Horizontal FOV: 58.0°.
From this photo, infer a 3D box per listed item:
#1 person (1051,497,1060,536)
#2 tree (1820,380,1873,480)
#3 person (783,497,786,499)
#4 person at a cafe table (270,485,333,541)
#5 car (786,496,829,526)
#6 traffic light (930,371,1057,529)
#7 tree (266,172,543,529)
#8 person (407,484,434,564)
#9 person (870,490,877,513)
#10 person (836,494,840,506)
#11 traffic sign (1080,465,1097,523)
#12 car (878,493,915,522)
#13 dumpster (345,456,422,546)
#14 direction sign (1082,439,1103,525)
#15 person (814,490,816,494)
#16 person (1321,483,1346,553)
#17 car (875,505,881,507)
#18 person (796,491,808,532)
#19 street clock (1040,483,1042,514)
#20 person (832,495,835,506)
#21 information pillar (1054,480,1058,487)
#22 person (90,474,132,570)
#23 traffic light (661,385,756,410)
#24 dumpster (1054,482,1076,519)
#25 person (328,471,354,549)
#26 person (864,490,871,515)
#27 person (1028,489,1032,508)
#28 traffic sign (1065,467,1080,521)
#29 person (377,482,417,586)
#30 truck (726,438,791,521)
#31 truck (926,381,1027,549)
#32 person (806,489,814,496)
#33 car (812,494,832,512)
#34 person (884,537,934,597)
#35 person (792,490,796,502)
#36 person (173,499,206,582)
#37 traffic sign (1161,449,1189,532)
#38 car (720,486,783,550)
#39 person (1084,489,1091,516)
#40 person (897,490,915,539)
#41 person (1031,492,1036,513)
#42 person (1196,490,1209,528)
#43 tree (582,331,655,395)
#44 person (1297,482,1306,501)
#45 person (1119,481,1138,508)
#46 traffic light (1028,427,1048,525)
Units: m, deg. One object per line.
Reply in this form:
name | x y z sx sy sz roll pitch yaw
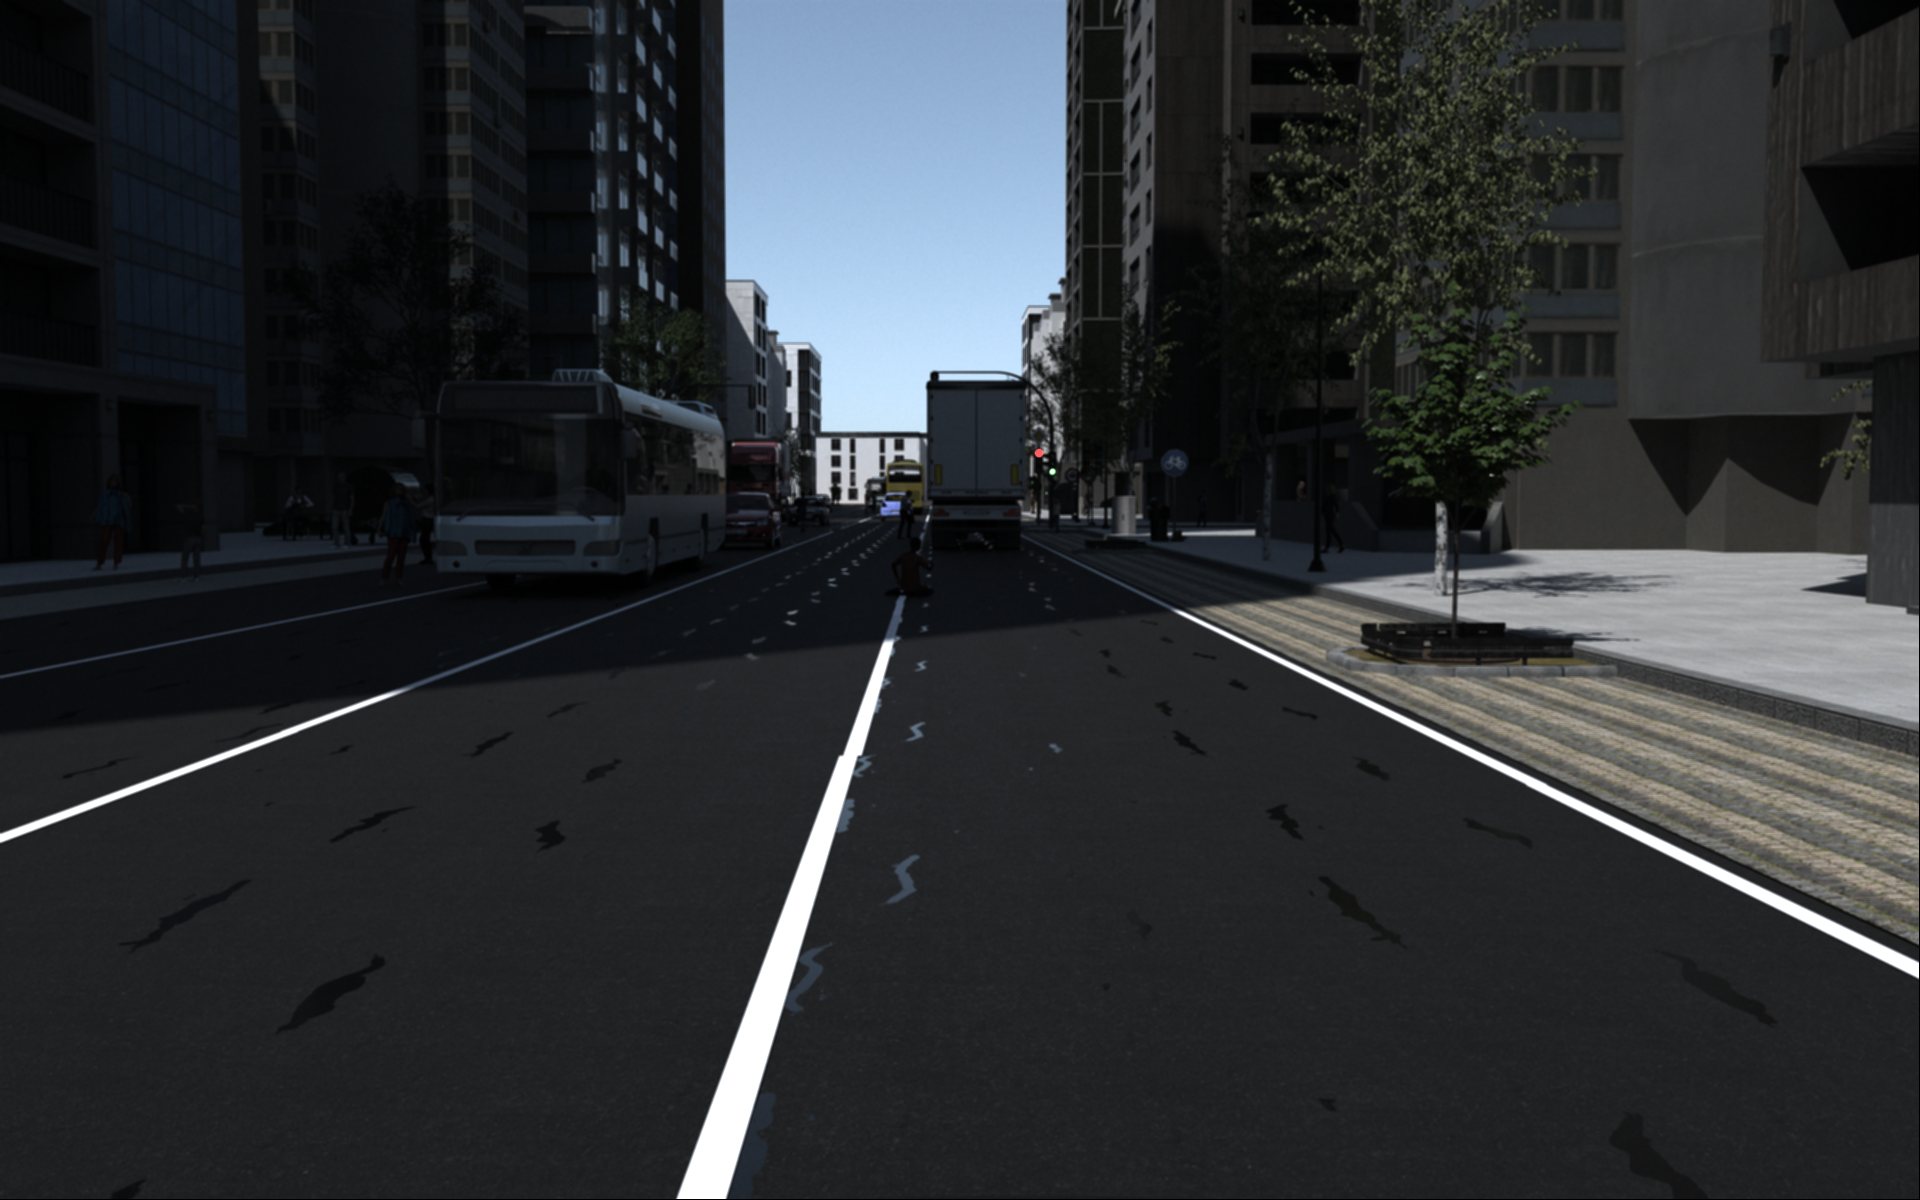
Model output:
person | 3.281 -2.855 59.088 0.340 1.345 0.435 -3 5 -42
tree | 15.807 -4.753 28.072 4.737 8.622 4.395 0 3 0
person | -17.736 -10.219 174.586 0.415 1.643 0.593 1 4 19
person at a cafe table | -18.260 -2.423 48.137 1.698 1.524 1.622 -3 5 -42
car | -6.876 -4.044 78.705 1.945 1.354 3.894 0 4 -1
traffic light | 1.282 -5.467 64.050 4.771 5.953 1.251 0 4 -1
tree | -15.692 -7.122 50.851 7.601 10.594 8.767 1 4 12
person | -11.015 -1.564 35.537 0.566 1.644 0.517 3 4 39
person | -6.442 -7.371 129.744 0.376 1.734 0.841 2 4 29
person | -14.762 -12.122 209.923 0.421 1.427 0.697 1 4 18
traffic sign | 5.670 -4.671 76.483 0.768 2.556 0.104 0 4 8
car | -3.339 -4.994 91.237 1.945 1.707 3.694 0 4 -2
dumpster | -14.664 -2.531 43.877 1.502 2.255 1.985 0 4 -1
direction sign | 5.479 -4.877 71.738 0.876 3.537 0.379 -1 4 -13
person | -17.304 -12.328 208.290 0.721 1.739 1.217 -1 4 -21
person | 8.086 -1.777 37.646 0.613 1.512 0.480 -3 4 -36
car | -8.809 -11.180 193.019 2.015 1.641 3.980 0 4 1
person | -5.982 -3.311 65.011 0.546 1.535 0.453 2 4 35
street clock | 5.187 -6.655 113.372 0.358 2.002 0.471 1 4 22
person | -15.039 -12.047 206.017 0.434 1.755 0.990 1 4 18
information pillar | 4.903 -5.213 89.726 0.304 2.012 0.304 1 4 20
person | -14.303 -1.312 29.206 0.593 1.614 0.444 0 4 -2
traffic light | -10.870 -5.955 72.025 4.771 5.953 1.251 0 4 -1
dumpster | 5.324 -4.983 87.234 1.264 1.857 1.865 0 4 -1
person | -14.388 -2.083 40.224 0.598 1.807 0.434 2 4 23
person | -6.310 -6.670 118.376 0.431 1.722 0.655 0 4 1
person | 6.543 -9.449 161.448 0.541 1.710 0.530 -3 4 -36
traffic sign | 5.395 -5.068 82.965 0.768 2.556 0.104 1 4 8
person | -8.832 -1.038 27.177 0.593 1.614 0.444 -1 4 -19
truck | -10.238 -6.111 88.831 2.839 4.237 11.283 0 4 -2
truck | 0.425 -3.637 48.372 2.839 4.237 11.283 0 4 0
person | -16.822 -11.593 195.558 1.348 1.831 0.705 1 4 20
car | -11.126 -7.801 137.338 2.009 1.686 4.222 0 4 0
person | -0.622 -0.464 24.370 0.859 0.850 0.655 3 4 38
person | -19.866 -12.307 207.220 0.705 1.831 1.348 -2 4 -34
person | -12.547 -0.966 28.207 0.340 1.345 0.435 2 4 29
traffic sign | 6.101 -3.004 49.214 0.768 2.556 0.104 0 4 6
car | -5.739 -2.259 45.983 2.155 1.783 4.494 0 4 -2
person | 7.324 -5.579 99.462 0.471 1.553 0.569 -1 4 -10
person | -1.728 -2.746 55.617 0.590 1.554 0.614 0 4 -4
person | 5.024 -6.774 116.930 0.434 1.807 0.598 2 4 27
person | 9.512 -3.547 68.365 0.662 1.594 0.647 -3 4 -38
tree | -15.603 -7.754 77.145 4.737 8.622 4.395 0 3 0
person | 12.597 -3.485 63.716 0.600 1.739 0.565 0 4 -4
person | 6.202 -3.556 64.729 0.990 1.755 0.434 -2 4 -24
traffic light | 3.259 -5.094 72.205 0.839 4.253 0.868 0 4 -1
